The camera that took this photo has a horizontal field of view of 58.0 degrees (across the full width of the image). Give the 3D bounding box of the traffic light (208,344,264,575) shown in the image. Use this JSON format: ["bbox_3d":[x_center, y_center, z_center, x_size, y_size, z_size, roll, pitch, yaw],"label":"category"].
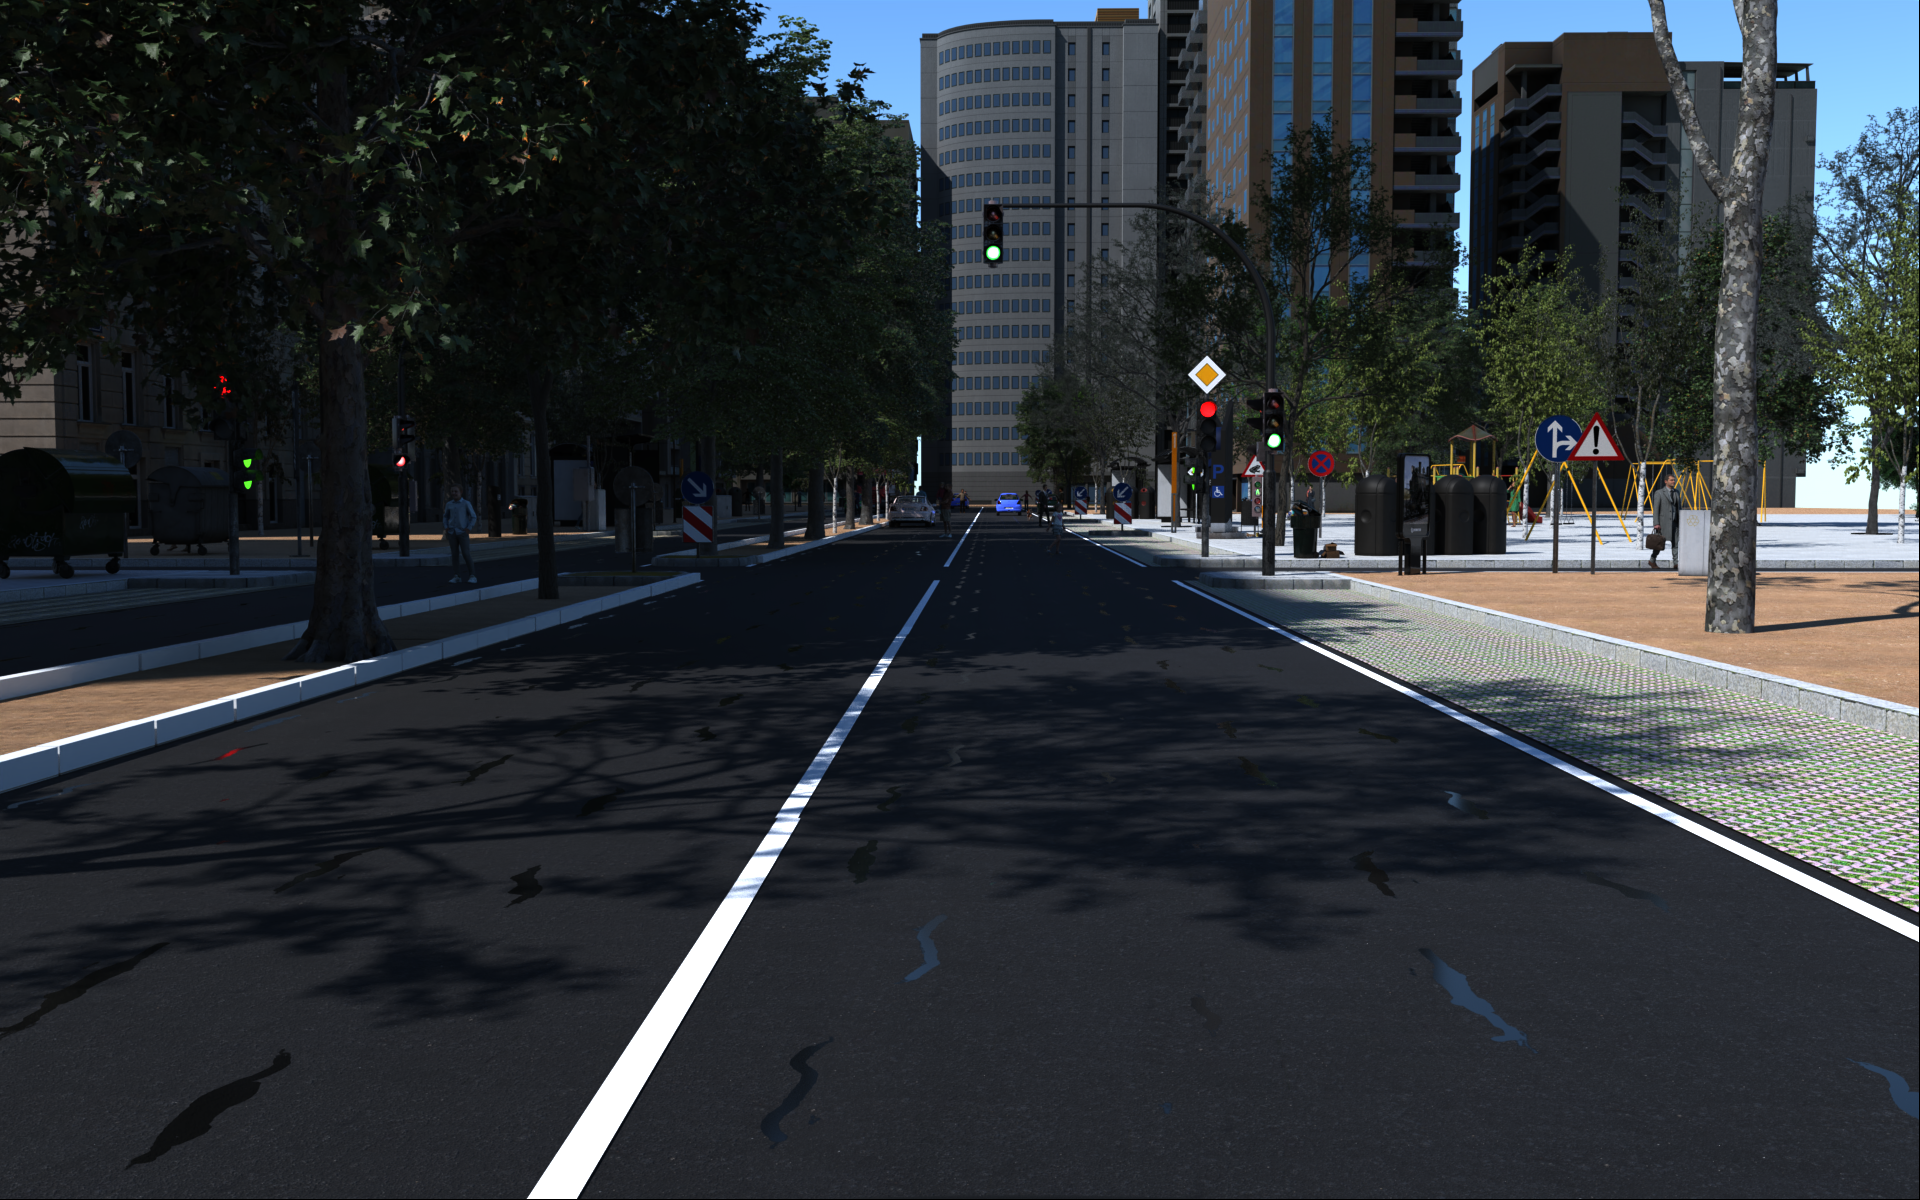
[{"bbox_3d":[-11.529,-2.357,27.450,0.839,4.253,0.868,0,4,1],"label":"traffic light"}]

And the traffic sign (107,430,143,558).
[{"bbox_3d":[-16.639,-2.102,34.468,0.768,2.556,0.104,0,4,3],"label":"traffic sign"}]

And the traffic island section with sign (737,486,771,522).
[{"bbox_3d":[-10.171,-4.837,87.714,1.989,1.847,2.006,0,4,1],"label":"traffic island section with sign"}]

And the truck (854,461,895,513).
[{"bbox_3d":[-6.580,-8.983,135.787,2.839,4.237,11.283,0,4,1],"label":"truck"}]

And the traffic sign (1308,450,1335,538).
[{"bbox_3d":[10.531,-3.086,50.564,0.768,2.556,0.104,0,4,6],"label":"traffic sign"}]

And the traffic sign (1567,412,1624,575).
[{"bbox_3d":[10.097,-1.686,27.566,0.884,2.594,0.081,0,4,5],"label":"traffic sign"}]

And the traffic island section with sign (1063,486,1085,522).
[{"bbox_3d":[5.967,-4.833,87.650,1.989,1.847,2.006,0,4,1],"label":"traffic island section with sign"}]

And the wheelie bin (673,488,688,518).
[{"bbox_3d":[-14.918,-5.180,92.604,0.980,1.594,0.693,2,4,34],"label":"wheelie bin"}]

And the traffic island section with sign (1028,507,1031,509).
[{"bbox_3d":[7.363,-9.561,164.953,1.989,1.847,2.006,0,4,1],"label":"traffic island section with sign"}]

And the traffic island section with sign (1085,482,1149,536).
[{"bbox_3d":[5.465,-3.139,59.954,1.989,1.847,2.006,0,4,1],"label":"traffic island section with sign"}]

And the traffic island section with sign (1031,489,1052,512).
[{"bbox_3d":[6.863,-7.898,137.758,1.989,1.847,2.006,0,4,1],"label":"traffic island section with sign"}]

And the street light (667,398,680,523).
[{"bbox_3d":[-12.737,-6.383,77.156,0.468,5.910,1.993,0,4,1],"label":"street light"}]

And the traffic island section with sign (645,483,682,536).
[{"bbox_3d":[-10.658,-3.152,60.163,1.989,1.847,2.006,0,4,1],"label":"traffic island section with sign"}]

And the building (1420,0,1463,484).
[{"bbox_3d":[26.243,-28.864,122.030,14.600,45.320,14.200,0,4,1],"label":"building"}]

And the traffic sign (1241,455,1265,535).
[{"bbox_3d":[9.148,-3.283,53.676,0.884,2.594,0.081,0,4,6],"label":"traffic sign"}]

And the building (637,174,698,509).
[{"bbox_3d":[-30.079,-28.241,145.338,14.154,41.232,14.086,0,4,1],"label":"building"}]

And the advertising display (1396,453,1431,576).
[{"bbox_3d":[7.208,-1.366,27.540,0.123,1.923,0.974,3,5,40],"label":"advertising display"}]

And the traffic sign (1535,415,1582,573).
[{"bbox_3d":[9.650,-1.706,28.003,0.768,2.556,0.104,0,4,2],"label":"traffic sign"}]

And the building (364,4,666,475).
[{"bbox_3d":[-37.178,-32.709,124.029,28.713,52.752,27.495,0,4,1],"label":"building"}]

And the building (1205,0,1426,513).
[{"bbox_3d":[27.123,-29.738,136.332,14.600,45.320,14.200,0,4,1],"label":"building"}]

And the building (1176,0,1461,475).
[{"bbox_3d":[31.817,-32.955,158.424,23.786,49.044,30.456,0,4,1],"label":"building"}]

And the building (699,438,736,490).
[{"bbox_3d":[-29.441,-24.312,169.209,14.107,30.474,14.160,0,4,1],"label":"building"}]

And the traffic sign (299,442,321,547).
[{"bbox_3d":[-15.809,-2.572,42.161,0.768,2.556,0.104,0,4,7],"label":"traffic sign"}]

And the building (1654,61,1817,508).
[{"bbox_3d":[72.133,-29.590,167.386,14.086,41.232,14.154,0,4,1],"label":"building"}]

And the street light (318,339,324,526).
[{"bbox_3d":[-13.473,-3.901,36.568,0.468,5.910,1.993,0,4,1],"label":"street light"}]

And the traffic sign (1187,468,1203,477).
[{"bbox_3d":[9.962,-4.469,72.796,0.795,2.593,0.064,0,4,2],"label":"traffic sign"}]

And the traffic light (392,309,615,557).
[{"bbox_3d":[-9.292,-3.716,35.431,4.771,5.953,1.251,0,4,1],"label":"traffic light"}]

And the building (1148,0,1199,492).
[{"bbox_3d":[33.967,-47.350,212.418,20.611,71.187,20.563,0,4,1],"label":"building"}]

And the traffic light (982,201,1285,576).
[{"bbox_3d":[2.737,-3.205,27.069,4.771,5.953,1.251,0,4,1],"label":"traffic light"}]

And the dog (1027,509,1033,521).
[{"bbox_3d":[3.753,-4.527,93.309,0.540,0.507,0.406,2,4,32],"label":"dog"}]

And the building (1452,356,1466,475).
[{"bbox_3d":[59.334,-22.821,218.155,28.899,21.520,27.650,0,4,1],"label":"building"}]

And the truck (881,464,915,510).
[{"bbox_3d":[-5.867,-10.493,160.474,2.839,4.237,11.283,0,4,3],"label":"truck"}]

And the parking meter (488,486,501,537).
[{"bbox_3d":[-13.826,-2.632,51.440,0.372,1.533,0.369,0,3,0],"label":"parking meter"}]

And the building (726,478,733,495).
[{"bbox_3d":[-38.983,-32.367,221.087,23.993,40.220,32.217,0,4,1],"label":"building"}]

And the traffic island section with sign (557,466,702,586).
[{"bbox_3d":[-5.349,-1.197,27.708,2.006,1.907,1.989,0,4,1],"label":"traffic island section with sign"}]

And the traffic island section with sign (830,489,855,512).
[{"bbox_3d":[-9.255,-7.882,137.504,1.989,1.847,2.006,0,4,1],"label":"traffic island section with sign"}]

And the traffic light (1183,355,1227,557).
[{"bbox_3d":[4.974,-2.828,35.156,0.839,4.253,0.868,0,4,1],"label":"traffic light"}]

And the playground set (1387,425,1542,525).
[{"bbox_3d":[21.449,-5.250,72.617,5.637,4.214,5.302,-2,4,-33],"label":"playground set"}]

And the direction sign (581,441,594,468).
[{"bbox_3d":[-15.926,-5.020,74.070,0.379,3.537,0.876,1,4,22],"label":"direction sign"}]

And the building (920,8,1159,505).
[{"bbox_3d":[9.315,-41.132,214.505,28.212,58.520,21.231,0,4,1],"label":"building"}]

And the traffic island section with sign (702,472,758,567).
[{"bbox_3d":[-5.206,-1.650,35.113,2.006,1.907,1.989,0,4,1],"label":"traffic island section with sign"}]

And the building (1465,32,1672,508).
[{"bbox_3d":[57.905,-31.579,166.425,14.200,45.320,14.600,0,4,1],"label":"building"}]

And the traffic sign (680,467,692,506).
[{"bbox_3d":[-12.978,-5.071,82.913,0.884,2.594,0.081,0,4,2],"label":"traffic sign"}]

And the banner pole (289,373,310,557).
[{"bbox_3d":[-13.460,-2.758,35.112,0.401,3.779,0.863,-1,4,-13],"label":"banner pole"}]

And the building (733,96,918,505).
[{"bbox_3d":[-16.291,-36.155,214.830,21.600,48.544,21.300,0,4,1],"label":"building"}]

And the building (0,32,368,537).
[{"bbox_3d":[-30.428,-16.037,59.474,12.463,27.353,25.104,0,4,1],"label":"building"}]

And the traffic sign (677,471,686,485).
[{"bbox_3d":[-15.423,-5.940,97.115,0.884,2.594,0.081,0,4,6],"label":"traffic sign"}]

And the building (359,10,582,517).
[{"bbox_3d":[-30.437,-19.260,100.799,13.634,28.700,20.117,0,4,1],"label":"building"}]

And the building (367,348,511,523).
[{"bbox_3d":[-28.517,-14.232,81.841,9.793,20.994,18.267,0,4,1],"label":"building"}]
